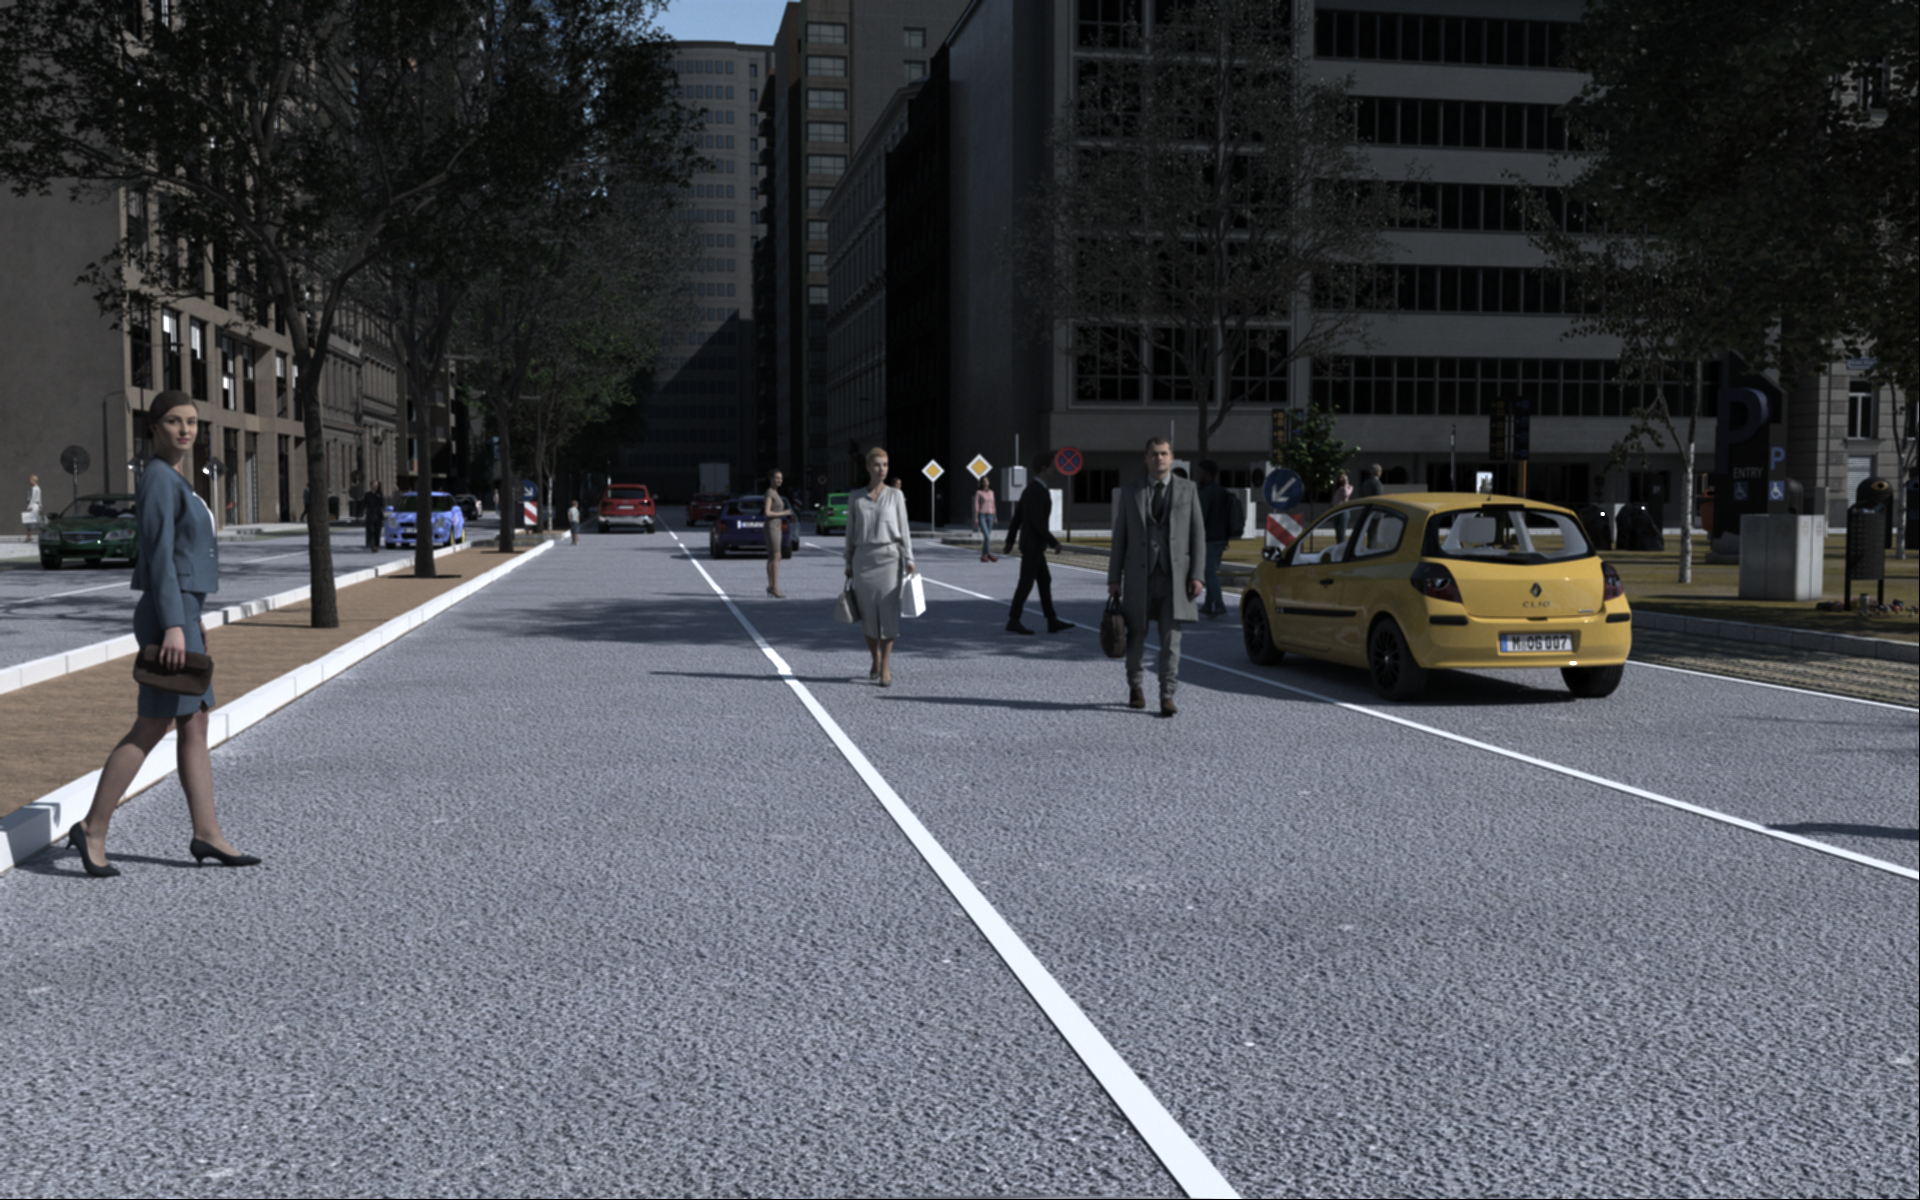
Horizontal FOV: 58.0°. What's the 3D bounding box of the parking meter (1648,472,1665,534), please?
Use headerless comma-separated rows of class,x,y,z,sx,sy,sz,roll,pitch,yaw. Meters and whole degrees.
parking meter,18.569,-2.476,46.189,0.399,1.863,0.255,1,4,16

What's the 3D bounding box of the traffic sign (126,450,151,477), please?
traffic sign,-21.550,-2.658,45.641,0.795,2.593,0.064,-1,4,-10

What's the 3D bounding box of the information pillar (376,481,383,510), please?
information pillar,-33.110,-5.771,98.840,0.304,2.012,0.304,0,4,-3

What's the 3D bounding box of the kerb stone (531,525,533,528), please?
kerb stone,-17.766,-2.999,71.225,0.120,0.150,1.000,-1,4,-10

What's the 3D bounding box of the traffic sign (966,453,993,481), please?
traffic sign,0.574,-2.905,49.693,0.795,2.593,0.064,-1,4,-10

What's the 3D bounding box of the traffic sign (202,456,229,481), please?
traffic sign,-23.002,-3.138,53.493,0.795,2.593,0.064,-1,4,-10

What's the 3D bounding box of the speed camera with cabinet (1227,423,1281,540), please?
speed camera with cabinet,8.106,-3.312,48.493,0.660,3.252,2.038,-2,4,-29

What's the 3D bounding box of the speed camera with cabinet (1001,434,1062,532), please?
speed camera with cabinet,2.398,-3.880,57.769,2.038,3.252,0.660,-2,4,-27

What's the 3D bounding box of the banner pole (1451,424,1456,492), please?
banner pole,17.484,-4.370,61.462,0.401,3.779,0.863,2,4,24

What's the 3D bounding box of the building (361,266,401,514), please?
building,-44.108,-17.556,115.912,11.050,23.489,19.941,-1,4,-10

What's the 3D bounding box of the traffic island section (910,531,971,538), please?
traffic island section,-0.855,-2.162,57.633,2.009,0.180,2.903,-1,4,-10

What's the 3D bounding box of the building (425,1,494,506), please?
building,-65.491,-39.417,186.460,28.212,58.520,21.231,-1,4,-10

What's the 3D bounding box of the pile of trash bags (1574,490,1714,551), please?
pile of trash bags,15.605,-1.816,39.444,3.447,1.369,1.912,1,4,22

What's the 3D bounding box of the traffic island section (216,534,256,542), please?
traffic island section,-23.023,-1.913,53.556,2.009,0.180,2.903,-1,4,-10

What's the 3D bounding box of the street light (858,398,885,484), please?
street light,-4.209,-6.809,83.871,1.470,5.913,1.316,-1,4,-10

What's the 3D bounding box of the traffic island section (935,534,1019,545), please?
traffic island section,0.596,-1.682,49.780,2.009,0.180,2.903,-1,4,-10

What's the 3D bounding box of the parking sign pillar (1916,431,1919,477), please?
parking sign pillar,29.676,-3.959,53.196,1.447,3.967,1.447,2,4,26

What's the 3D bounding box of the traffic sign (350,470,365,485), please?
traffic sign,-31.699,-5.567,91.125,0.768,2.556,0.104,0,4,-1

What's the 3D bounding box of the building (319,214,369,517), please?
building,-39.953,-15.883,95.850,11.583,22.565,21.152,-1,4,-10

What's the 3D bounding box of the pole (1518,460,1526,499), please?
pole,15.166,-3.235,46.728,0.158,3.312,0.155,0,3,0

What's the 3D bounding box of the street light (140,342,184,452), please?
street light,-24.445,-4.924,53.050,1.470,5.913,1.316,-1,4,-10

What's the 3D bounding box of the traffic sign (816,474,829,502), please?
traffic sign,-8.650,-6.657,108.952,0.768,2.556,0.104,0,4,-3

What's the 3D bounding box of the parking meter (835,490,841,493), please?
parking meter,-7.606,-6.098,108.117,0.372,1.533,0.369,0,3,0

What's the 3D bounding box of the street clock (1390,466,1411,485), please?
street clock,11.483,-2.484,45.187,0.471,2.002,0.358,3,5,42

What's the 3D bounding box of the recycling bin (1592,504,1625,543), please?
recycling bin,17.077,-2.031,45.766,0.722,1.027,0.722,3,5,41

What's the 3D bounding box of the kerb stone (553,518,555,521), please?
kerb stone,-21.119,-4.108,89.364,0.120,0.150,1.000,-1,4,-10

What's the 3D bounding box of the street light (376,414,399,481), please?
street light,-33.225,-7.826,100.490,1.470,5.913,1.316,-1,4,-10

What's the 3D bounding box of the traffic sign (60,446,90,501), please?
traffic sign,-23.288,-2.783,45.608,0.768,2.556,0.104,0,4,-3

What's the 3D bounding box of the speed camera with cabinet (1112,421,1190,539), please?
speed camera with cabinet,5.099,-3.175,46.249,2.038,3.252,0.660,-1,4,-20

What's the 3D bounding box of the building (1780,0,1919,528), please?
building,43.070,-16.808,72.067,25.104,27.353,12.463,-1,4,-10

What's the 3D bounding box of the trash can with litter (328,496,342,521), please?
trash can with litter,-30.408,-4.451,84.153,0.624,1.170,1.055,-1,4,-14

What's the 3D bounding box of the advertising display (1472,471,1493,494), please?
advertising display,14.441,-2.609,47.877,0.123,1.923,0.974,3,5,45

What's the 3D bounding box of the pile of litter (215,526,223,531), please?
pile of litter,-26.268,-2.829,60.214,1.176,0.858,1.719,-1,4,-14

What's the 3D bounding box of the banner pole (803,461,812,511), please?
banner pole,-11.576,-8.634,131.184,0.863,3.779,0.401,-1,4,-17

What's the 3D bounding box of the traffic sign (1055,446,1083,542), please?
traffic sign,2.910,-2.831,46.396,0.768,2.556,0.104,0,4,-3

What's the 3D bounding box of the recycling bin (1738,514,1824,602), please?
recycling bin,9.988,-0.521,21.065,0.722,1.027,0.722,-3,5,-39

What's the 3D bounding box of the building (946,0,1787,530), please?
building,15.497,-15.261,68.583,30.058,24.678,14.314,-1,4,-10

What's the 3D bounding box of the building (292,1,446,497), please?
building,-53.728,-29.601,138.596,22.147,44.769,28.867,-1,4,-10

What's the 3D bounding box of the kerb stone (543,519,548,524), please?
kerb stone,-20.556,-3.923,86.343,0.120,0.150,1.000,-1,4,-10

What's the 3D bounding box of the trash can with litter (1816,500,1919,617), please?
trash can with litter,10.346,-0.490,19.073,2.233,1.210,1.678,-1,4,-22

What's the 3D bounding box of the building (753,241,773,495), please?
building,-16.930,-26.205,200.148,14.160,30.474,14.107,-1,4,-10

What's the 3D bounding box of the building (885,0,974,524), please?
building,3.697,-15.408,81.600,12.332,23.373,15.834,-1,4,-10

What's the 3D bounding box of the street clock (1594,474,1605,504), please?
street clock,23.101,-3.550,62.614,0.358,2.002,0.471,3,5,40

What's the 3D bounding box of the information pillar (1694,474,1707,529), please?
information pillar,27.202,-3.617,63.627,0.304,2.012,0.304,3,5,44

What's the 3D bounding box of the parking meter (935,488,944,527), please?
parking meter,-0.790,-3.563,66.673,0.372,1.533,0.369,0,3,0

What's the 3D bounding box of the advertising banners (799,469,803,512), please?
advertising banners,-11.229,-7.707,122.204,0.090,3.025,2.074,0,4,1

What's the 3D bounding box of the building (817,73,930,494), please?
building,1.560,-20.508,111.727,17.030,29.872,44.131,-1,4,-10

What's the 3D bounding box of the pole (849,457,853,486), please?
pole,-5.959,-6.188,95.024,0.158,3.312,0.155,0,3,0

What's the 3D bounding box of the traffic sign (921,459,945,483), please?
traffic sign,-0.877,-3.386,57.546,0.795,2.593,0.064,-1,4,-10

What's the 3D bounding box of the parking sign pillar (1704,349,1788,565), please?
parking sign pillar,14.416,-2.638,31.599,1.447,3.967,1.447,-1,4,-19

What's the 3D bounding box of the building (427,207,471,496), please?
building,-53.647,-23.822,161.189,14.160,30.474,14.107,-1,4,-10

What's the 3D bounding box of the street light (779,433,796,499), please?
street light,-13.090,-9.733,131.681,1.470,5.913,1.316,-1,4,-10

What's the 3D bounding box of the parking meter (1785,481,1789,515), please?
parking meter,15.604,-1.508,33.071,0.372,1.533,0.369,0,3,0

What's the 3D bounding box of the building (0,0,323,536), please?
building,-38.332,-16.113,67.965,19.350,26.468,34.151,-1,4,-10
